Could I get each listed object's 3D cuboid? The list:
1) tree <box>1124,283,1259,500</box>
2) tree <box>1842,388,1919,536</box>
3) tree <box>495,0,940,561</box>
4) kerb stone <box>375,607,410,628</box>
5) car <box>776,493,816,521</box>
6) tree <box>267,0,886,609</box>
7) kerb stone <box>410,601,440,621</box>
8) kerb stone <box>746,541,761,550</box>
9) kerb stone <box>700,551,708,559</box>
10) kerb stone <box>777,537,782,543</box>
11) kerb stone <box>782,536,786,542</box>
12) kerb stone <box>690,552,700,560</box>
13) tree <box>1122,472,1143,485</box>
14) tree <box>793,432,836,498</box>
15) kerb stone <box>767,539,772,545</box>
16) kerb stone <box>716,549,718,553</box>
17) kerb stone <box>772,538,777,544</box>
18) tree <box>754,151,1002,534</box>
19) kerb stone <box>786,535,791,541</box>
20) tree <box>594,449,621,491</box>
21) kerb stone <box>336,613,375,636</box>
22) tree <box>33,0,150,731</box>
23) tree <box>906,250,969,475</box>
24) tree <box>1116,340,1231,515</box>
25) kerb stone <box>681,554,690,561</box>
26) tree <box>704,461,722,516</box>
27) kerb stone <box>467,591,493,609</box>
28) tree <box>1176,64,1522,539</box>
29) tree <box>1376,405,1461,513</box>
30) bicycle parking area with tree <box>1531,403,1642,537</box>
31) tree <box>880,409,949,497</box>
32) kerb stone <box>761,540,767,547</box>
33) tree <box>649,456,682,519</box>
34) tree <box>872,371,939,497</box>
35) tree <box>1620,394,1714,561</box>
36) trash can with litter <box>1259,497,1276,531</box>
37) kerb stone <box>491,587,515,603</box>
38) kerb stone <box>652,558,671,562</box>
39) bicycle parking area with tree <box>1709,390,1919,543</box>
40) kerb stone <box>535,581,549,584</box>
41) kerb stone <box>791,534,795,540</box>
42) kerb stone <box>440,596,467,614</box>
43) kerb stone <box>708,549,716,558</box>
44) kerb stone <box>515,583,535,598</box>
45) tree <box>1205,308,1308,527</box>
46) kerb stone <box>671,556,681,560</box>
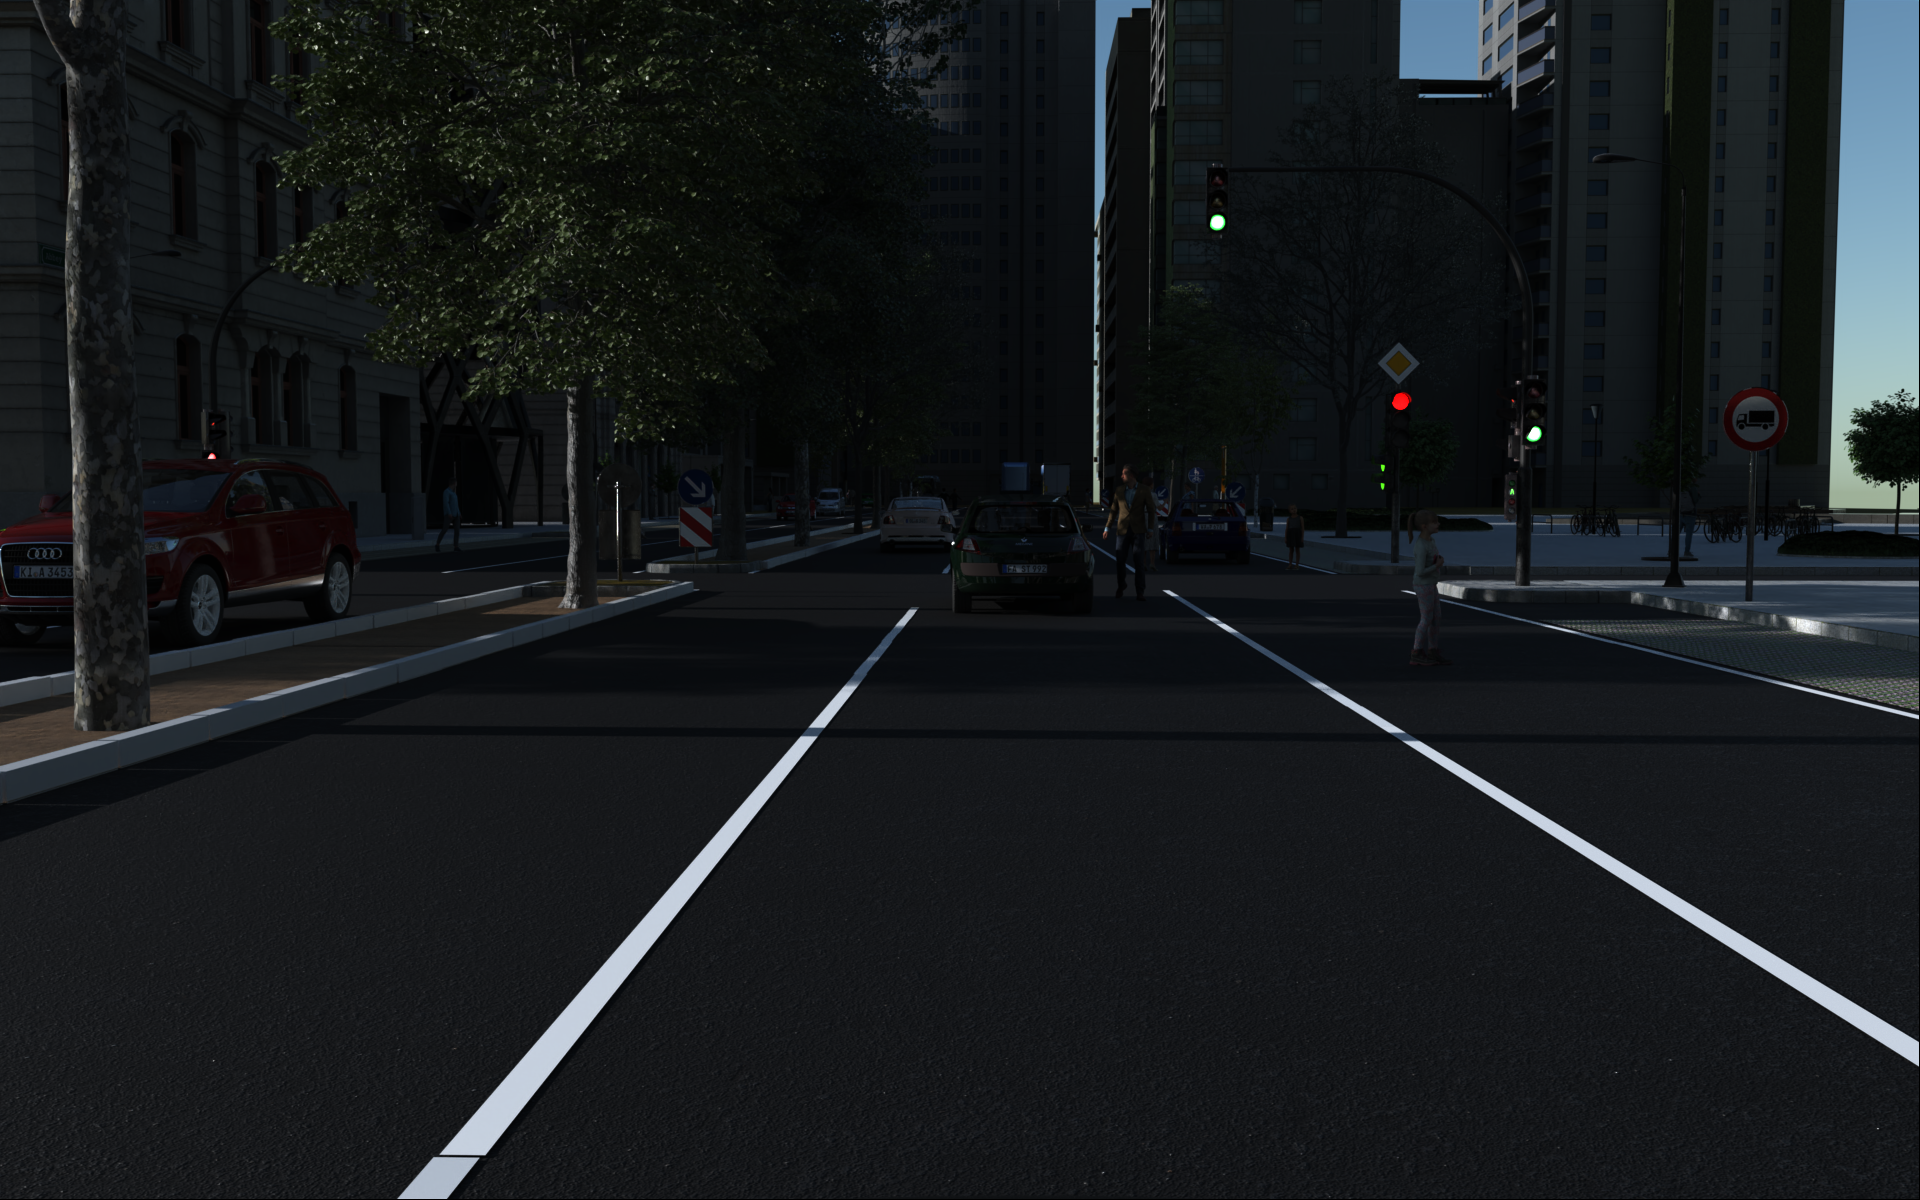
[{"bbox_3d":[12.469,-10.726,93.490,7.486,12.596,7.792,0,3,0],"label":"tree"},{"bbox_3d":[29.044,-4.279,53.680,4.285,4.588,4.351,0,3,0],"label":"tree"},{"bbox_3d":[-4.827,-7.776,36.256,9.857,13.997,8.962,0,3,0],"label":"tree"},{"bbox_3d":[-6.254,0.204,18.861,0.120,0.150,1.000,0,4,2],"label":"kerb stone"},{"bbox_3d":[-8.965,-5.248,94.852,2.155,1.783,4.494,0,4,2],"label":"car"},{"bbox_3d":[-4.842,-6.190,21.789,7.486,12.596,7.792,0,3,0],"label":"tree"},{"bbox_3d":[-6.229,0.146,19.883,0.120,0.150,1.000,0,4,2],"label":"kerb stone"},{"bbox_3d":[-5.472,-1.456,45.997,0.120,0.150,1.000,0,4,2],"label":"kerb stone"},{"bbox_3d":[-5.704,-0.952,37.802,0.120,0.150,1.000,0,4,2],"label":"kerb stone"},{"bbox_3d":[-5.346,-1.707,50.100,0.120,0.150,1.000,0,4,2],"label":"kerb stone"},{"bbox_3d":[-5.322,-1.769,51.122,0.120,0.150,1.000,0,4,2],"label":"kerb stone"},{"bbox_3d":[-5.736,-0.892,36.780,0.120,0.150,1.000,0,4,2],"label":"kerb stone"},{"bbox_3d":[13.177,-8.311,130.479,1.663,3.219,1.824,0,3,0],"label":"tree"},{"bbox_3d":[-12.952,-12.631,156.885,4.737,8.622,4.395,0,3,0],"label":"tree"},{"bbox_3d":[-5.412,-1.579,48.053,0.120,0.150,1.000,0,4,2],"label":"kerb stone"},{"bbox_3d":[-5.647,-1.080,39.848,0.120,0.150,1.000,0,4,2],"label":"kerb stone"},{"bbox_3d":[-5.380,-1.644,49.074,0.120,0.150,1.000,0,4,2],"label":"kerb stone"},{"bbox_3d":[-3.601,-9.078,61.256,12.009,13.543,11.850,0,3,0],"label":"tree"},{"bbox_3d":[-5.292,-1.832,52.144,0.120,0.150,1.000,0,4,2],"label":"kerb stone"},{"bbox_3d":[-15.118,-4.847,73.844,1.663,3.219,1.824,0,3,0],"label":"tree"},{"bbox_3d":[-6.291,0.269,17.840,0.120,0.150,1.000,0,4,2],"label":"kerb stone"},{"bbox_3d":[-6.374,-9.329,10.876,12.611,20.169,13.585,0,3,0],"label":"tree"},{"bbox_3d":[-3.529,-9.230,71.500,7.486,12.596,7.792,0,3,0],"label":"tree"},{"bbox_3d":[12.937,-10.323,103.197,7.601,10.594,8.767,0,4,-3],"label":"tree"},{"bbox_3d":[-5.771,-0.830,35.758,0.120,0.150,1.000,0,4,2],"label":"kerb stone"},{"bbox_3d":[-14.349,-6.508,101.009,1.663,3.219,1.824,0,3,0],"label":"tree"},{"bbox_3d":[-6.160,0.022,21.931,0.120,0.150,1.000,0,4,2],"label":"kerb stone"},{"bbox_3d":[11.193,-8.542,50.030,12.009,13.543,11.850,0,3,0],"label":"tree"},{"bbox_3d":[16.891,-4.913,64.044,4.285,4.588,4.351,0,3,0],"label":"tree"},{"bbox_3d":[22.751,-4.157,54.963,8.231,4.147,9.016,1,4,12],"label":"bicycle parking area with tree"},{"bbox_3d":[-2.584,-8.381,89.854,4.360,8.622,3.978,0,3,0],"label":"tree"},{"bbox_3d":[-5.441,-1.518,47.019,0.120,0.150,1.000,0,4,2],"label":"kerb stone"},{"bbox_3d":[-14.983,-5.726,88.221,1.663,3.219,1.824,0,3,0],"label":"tree"},{"bbox_3d":[-3.183,-8.666,94.513,4.737,8.622,4.395,0,3,0],"label":"tree"},{"bbox_3d":[13.856,-2.377,33.469,1.663,3.219,1.824,0,3,0],"label":"tree"},{"bbox_3d":[10.649,-2.960,59.776,0.624,1.170,1.055,0,4,5],"label":"trash can with litter"},{"bbox_3d":[-6.141,-0.045,22.953,0.120,0.150,1.000,0,4,2],"label":"kerb stone"},{"bbox_3d":[-5.824,-0.699,33.678,0.120,0.150,1.000,0,4,2],"label":"kerb stone"},{"bbox_3d":[24.350,-3.623,46.242,9.016,4.147,8.231,-3,5,-44],"label":"bicycle parking area with tree"},{"bbox_3d":[-6.078,-0.171,24.996,0.120,0.150,1.000,0,4,2],"label":"kerb stone"},{"bbox_3d":[-5.264,-1.889,53.166,0.120,0.150,1.000,0,4,2],"label":"kerb stone"},{"bbox_3d":[-6.200,0.081,20.910,0.120,0.150,1.000,0,4,2],"label":"kerb stone"},{"bbox_3d":[-5.681,-1.014,38.826,0.120,0.150,1.000,0,4,2],"label":"kerb stone"},{"bbox_3d":[-6.112,-0.109,23.974,0.120,0.150,1.000,0,4,2],"label":"kerb stone"},{"bbox_3d":[11.412,-7.115,66.700,4.737,8.622,4.395,0,3,0],"label":"tree"},{"bbox_3d":[-5.791,-0.766,34.717,0.120,0.150,1.000,0,4,2],"label":"kerb stone"}]
